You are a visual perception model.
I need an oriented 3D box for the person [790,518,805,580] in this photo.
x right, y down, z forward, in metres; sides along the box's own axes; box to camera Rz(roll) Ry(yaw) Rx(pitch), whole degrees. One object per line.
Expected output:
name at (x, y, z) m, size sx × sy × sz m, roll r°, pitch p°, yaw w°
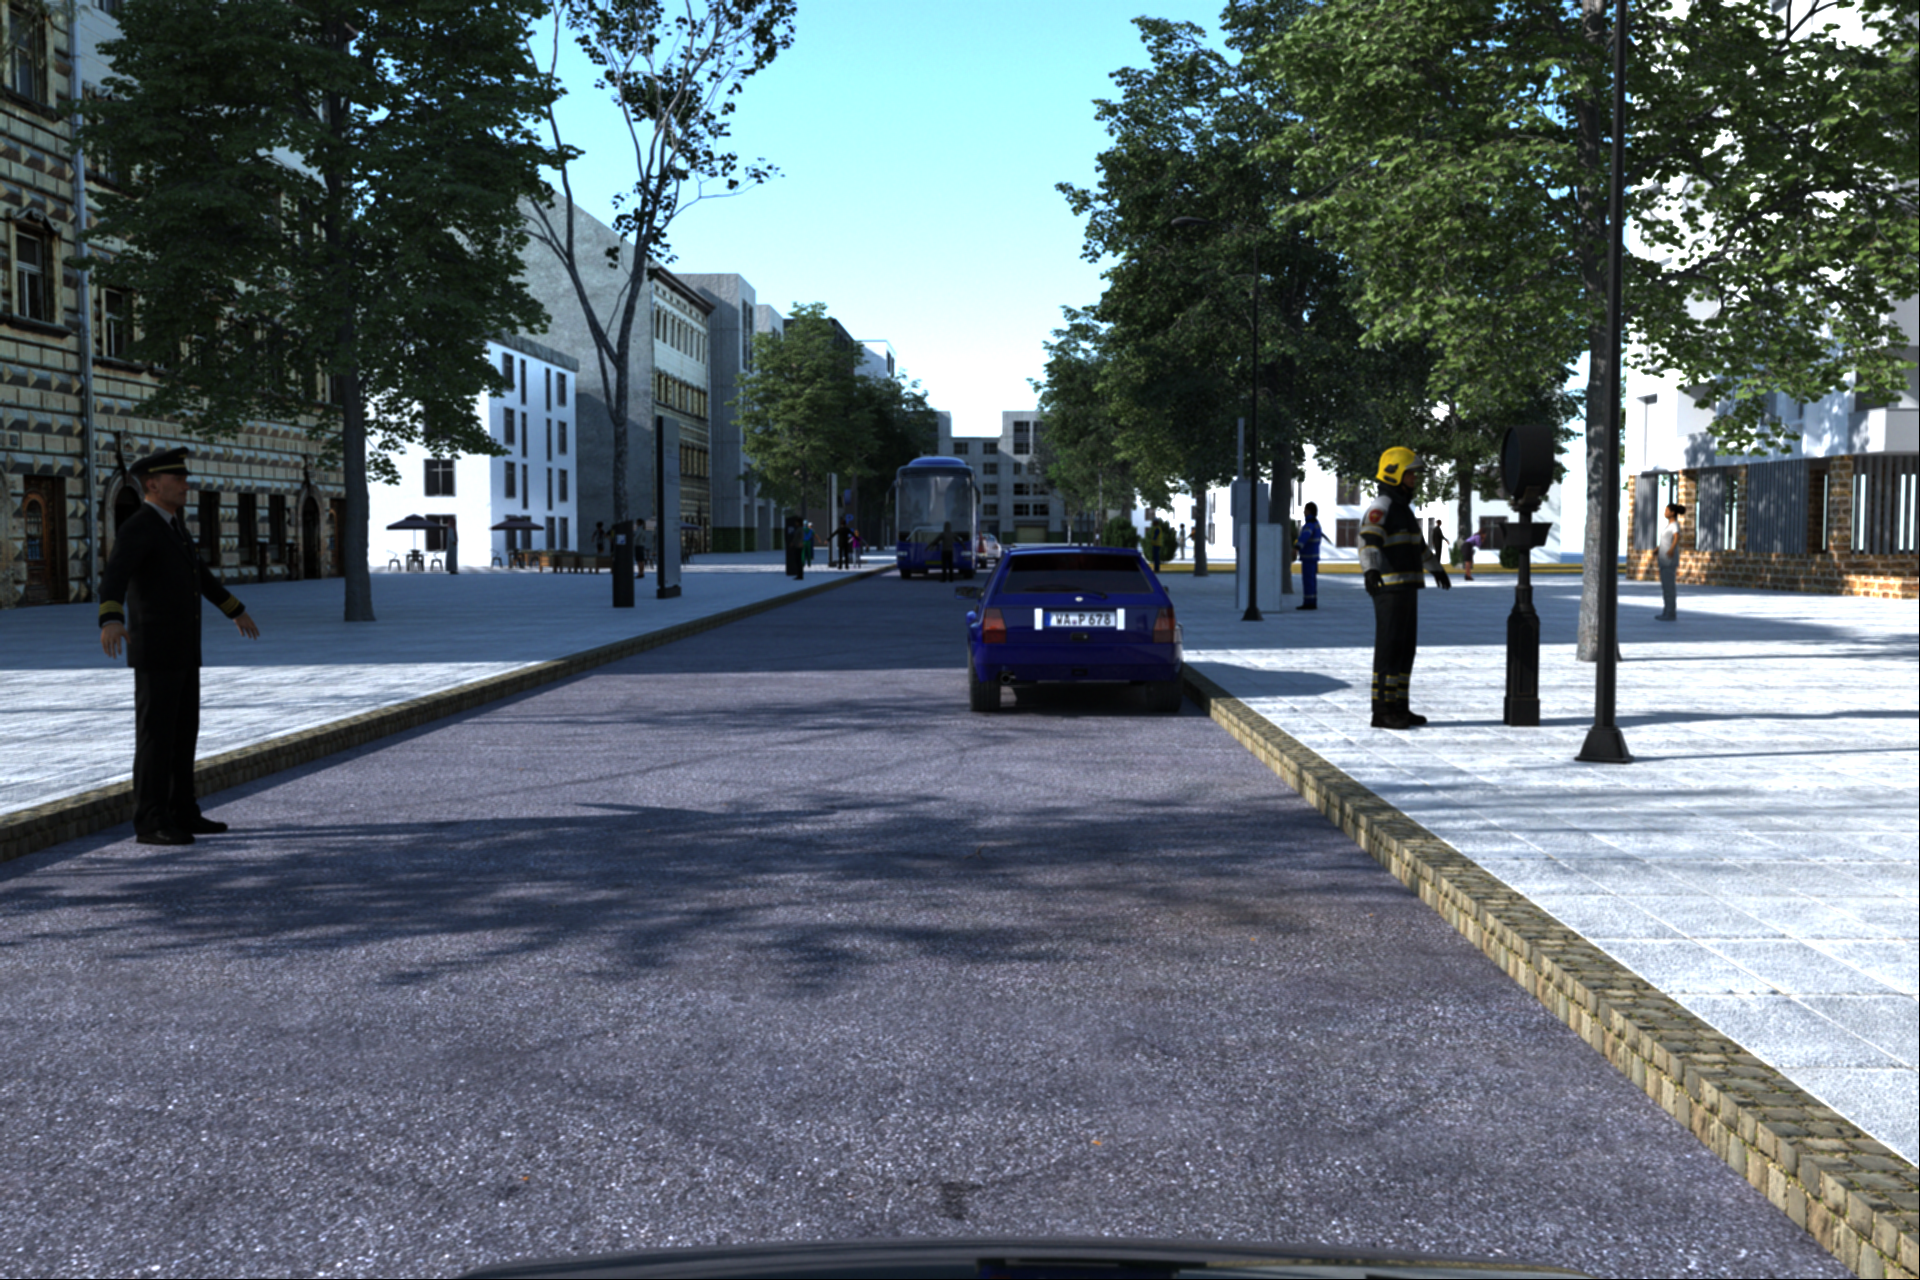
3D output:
person at (-4.600, -2.568, 48.751) m, size 0.721 × 1.744 × 1.215 m, roll -1°, pitch 4°, yaw -18°

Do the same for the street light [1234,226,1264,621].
street light at (4.887, -3.241, 25.525) m, size 1.470 × 5.913 × 1.316 m, roll 0°, pitch 4°, yaw 1°

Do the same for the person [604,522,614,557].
person at (-16.878, -4.819, 84.568) m, size 1.354 × 1.856 × 0.705 m, roll 1°, pitch 4°, yaw 9°

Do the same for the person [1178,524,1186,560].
person at (11.033, -4.895, 86.218) m, size 0.705 × 1.806 × 1.347 m, roll 0°, pitch 4°, yaw -3°

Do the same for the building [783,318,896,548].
building at (-21.719, -20.602, 180.815) m, size 27.936 × 21.610 × 32.646 m, roll 0°, pitch 4°, yaw 2°

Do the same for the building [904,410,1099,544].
building at (6.040, -23.554, 254.024) m, size 31.486 × 18.905 × 16.747 m, roll 0°, pitch 4°, yaw 1°

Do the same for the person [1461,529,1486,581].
person at (14.043, -2.332, 47.404) m, size 0.697 × 1.427 × 0.421 m, roll 0°, pitch 4°, yaw -7°

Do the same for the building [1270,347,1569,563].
building at (22.751, -9.090, 90.765) m, size 9.099 × 9.664 × 28.070 m, roll 0°, pitch 4°, yaw 2°

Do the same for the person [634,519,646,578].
person at (-9.352, -2.651, 50.169) m, size 0.721 × 1.735 × 1.217 m, roll 0°, pitch 4°, yaw 8°

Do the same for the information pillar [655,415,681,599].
information pillar at (-5.893, -2.672, 34.999) m, size 0.184 × 3.620 × 1.656 m, roll 0°, pitch 4°, yaw 2°

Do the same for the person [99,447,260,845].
person at (-3.694, 0.017, 8.120) m, size 0.705 × 1.837 × 1.347 m, roll 0°, pitch 4°, yaw 3°

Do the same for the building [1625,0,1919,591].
building at (23.675, -11.609, 46.226) m, size 16.016 × 20.090 × 11.380 m, roll 0°, pitch 4°, yaw 1°

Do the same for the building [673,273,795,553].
building at (-22.970, -16.331, 133.472) m, size 16.747 × 18.905 × 31.486 m, roll 0°, pitch 4°, yaw 1°

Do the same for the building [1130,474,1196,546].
building at (23.989, -15.567, 196.673) m, size 9.099 × 9.664 × 28.070 m, roll 0°, pitch 4°, yaw 1°

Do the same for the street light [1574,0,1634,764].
street light at (4.199, -2.269, 9.636) m, size 1.470 × 5.913 × 1.316 m, roll 0°, pitch 4°, yaw 1°

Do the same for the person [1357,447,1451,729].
person at (2.921, -0.351, 11.506) m, size 0.704 × 1.858 × 1.351 m, roll 2°, pitch 4°, yaw 35°

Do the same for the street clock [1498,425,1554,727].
street clock at (3.770, -0.428, 11.571) m, size 0.358 × 2.002 × 0.471 m, roll 0°, pitch 4°, yaw 2°

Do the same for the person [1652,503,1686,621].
person at (10.490, -1.165, 25.813) m, size 0.721 × 1.739 × 1.217 m, roll 1°, pitch 4°, yaw 12°

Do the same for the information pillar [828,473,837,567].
information pillar at (-4.948, -4.646, 67.278) m, size 0.184 × 3.620 × 1.656 m, roll 0°, pitch 4°, yaw 2°

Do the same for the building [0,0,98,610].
building at (-25.544, -11.740, 22.881) m, size 19.493 × 23.208 × 18.063 m, roll 0°, pitch 4°, yaw 1°

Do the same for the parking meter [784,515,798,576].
parking meter at (-5.206, -2.919, 53.445) m, size 0.399 × 1.863 × 0.255 m, roll 0°, pitch 4°, yaw 2°

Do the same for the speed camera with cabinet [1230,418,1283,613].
speed camera with cabinet at (4.944, -2.111, 28.857) m, size 0.660 × 3.252 × 2.038 m, roll 0°, pitch 4°, yaw 2°

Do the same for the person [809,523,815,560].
person at (-7.539, -4.984, 87.338) m, size 0.705 × 1.847 × 1.347 m, roll 1°, pitch 4°, yaw 14°

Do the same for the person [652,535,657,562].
person at (-13.957, -4.521, 80.050) m, size 0.704 × 1.812 × 1.346 m, roll 0°, pitch 4°, yaw 4°

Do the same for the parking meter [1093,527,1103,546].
parking meter at (5.015, -3.336, 62.958) m, size 0.372 × 1.533 × 0.369 m, roll 0°, pitch 3°, yaw 0°

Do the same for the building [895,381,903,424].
building at (-22.478, -23.548, 228.990) m, size 27.936 × 21.610 × 32.646 m, roll 0°, pitch 4°, yaw 2°

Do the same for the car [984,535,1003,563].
car at (1.110, -4.526, 86.366) m, size 2.083 × 1.381 × 4.827 m, roll 0°, pitch 4°, yaw 1°

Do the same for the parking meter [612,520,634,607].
parking meter at (-5.914, -1.345, 30.408) m, size 0.372 × 1.533 × 0.369 m, roll 0°, pitch 3°, yaw 0°

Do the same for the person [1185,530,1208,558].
person at (12.858, -5.391, 93.911) m, size 1.354 × 1.858 × 0.705 m, roll -1°, pitch 4°, yaw -14°

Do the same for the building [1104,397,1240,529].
building at (27.625, -23.981, 223.024) m, size 19.493 × 23.208 × 18.063 m, roll 0°, pitch 4°, yaw 1°

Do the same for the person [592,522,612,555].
person at (-15.942, -4.327, 76.884) m, size 1.345 × 1.843 × 0.704 m, roll 3°, pitch 5°, yaw 39°

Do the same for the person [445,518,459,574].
person at (-16.271, -3.026, 55.624) m, size 0.704 × 1.811 × 1.347 m, roll -1°, pitch 4°, yaw -15°

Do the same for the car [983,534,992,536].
car at (2.086, -8.598, 149.380) m, size 1.959 × 1.807 × 4.718 m, roll 0°, pitch 4°, yaw 1°

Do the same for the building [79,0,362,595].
building at (-27.380, -12.947, 42.609) m, size 19.493 × 23.208 × 18.063 m, roll 0°, pitch 4°, yaw 0°

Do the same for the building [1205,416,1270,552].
building at (22.775, -11.010, 122.168) m, size 9.099 × 9.664 × 28.070 m, roll 0°, pitch 4°, yaw 1°

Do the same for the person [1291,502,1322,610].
person at (5.909, -1.433, 29.409) m, size 0.704 × 1.831 × 1.345 m, roll 2°, pitch 4°, yaw 26°

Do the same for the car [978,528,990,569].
car at (0.127, -3.917, 72.719) m, size 2.281 × 1.827 × 5.304 m, roll 0°, pitch 4°, yaw 1°

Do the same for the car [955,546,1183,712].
car at (0.927, -0.166, 15.295) m, size 1.945 × 1.354 × 3.894 m, roll 0°, pitch 3°, yaw 0°

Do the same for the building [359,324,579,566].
building at (-22.868, -8.646, 83.514) m, size 9.099 × 9.664 × 28.070 m, roll 0°, pitch 4°, yaw 2°

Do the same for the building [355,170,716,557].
building at (-26.195, -16.850, 106.427) m, size 19.493 × 23.208 × 18.063 m, roll 0°, pitch 4°, yaw 2°
